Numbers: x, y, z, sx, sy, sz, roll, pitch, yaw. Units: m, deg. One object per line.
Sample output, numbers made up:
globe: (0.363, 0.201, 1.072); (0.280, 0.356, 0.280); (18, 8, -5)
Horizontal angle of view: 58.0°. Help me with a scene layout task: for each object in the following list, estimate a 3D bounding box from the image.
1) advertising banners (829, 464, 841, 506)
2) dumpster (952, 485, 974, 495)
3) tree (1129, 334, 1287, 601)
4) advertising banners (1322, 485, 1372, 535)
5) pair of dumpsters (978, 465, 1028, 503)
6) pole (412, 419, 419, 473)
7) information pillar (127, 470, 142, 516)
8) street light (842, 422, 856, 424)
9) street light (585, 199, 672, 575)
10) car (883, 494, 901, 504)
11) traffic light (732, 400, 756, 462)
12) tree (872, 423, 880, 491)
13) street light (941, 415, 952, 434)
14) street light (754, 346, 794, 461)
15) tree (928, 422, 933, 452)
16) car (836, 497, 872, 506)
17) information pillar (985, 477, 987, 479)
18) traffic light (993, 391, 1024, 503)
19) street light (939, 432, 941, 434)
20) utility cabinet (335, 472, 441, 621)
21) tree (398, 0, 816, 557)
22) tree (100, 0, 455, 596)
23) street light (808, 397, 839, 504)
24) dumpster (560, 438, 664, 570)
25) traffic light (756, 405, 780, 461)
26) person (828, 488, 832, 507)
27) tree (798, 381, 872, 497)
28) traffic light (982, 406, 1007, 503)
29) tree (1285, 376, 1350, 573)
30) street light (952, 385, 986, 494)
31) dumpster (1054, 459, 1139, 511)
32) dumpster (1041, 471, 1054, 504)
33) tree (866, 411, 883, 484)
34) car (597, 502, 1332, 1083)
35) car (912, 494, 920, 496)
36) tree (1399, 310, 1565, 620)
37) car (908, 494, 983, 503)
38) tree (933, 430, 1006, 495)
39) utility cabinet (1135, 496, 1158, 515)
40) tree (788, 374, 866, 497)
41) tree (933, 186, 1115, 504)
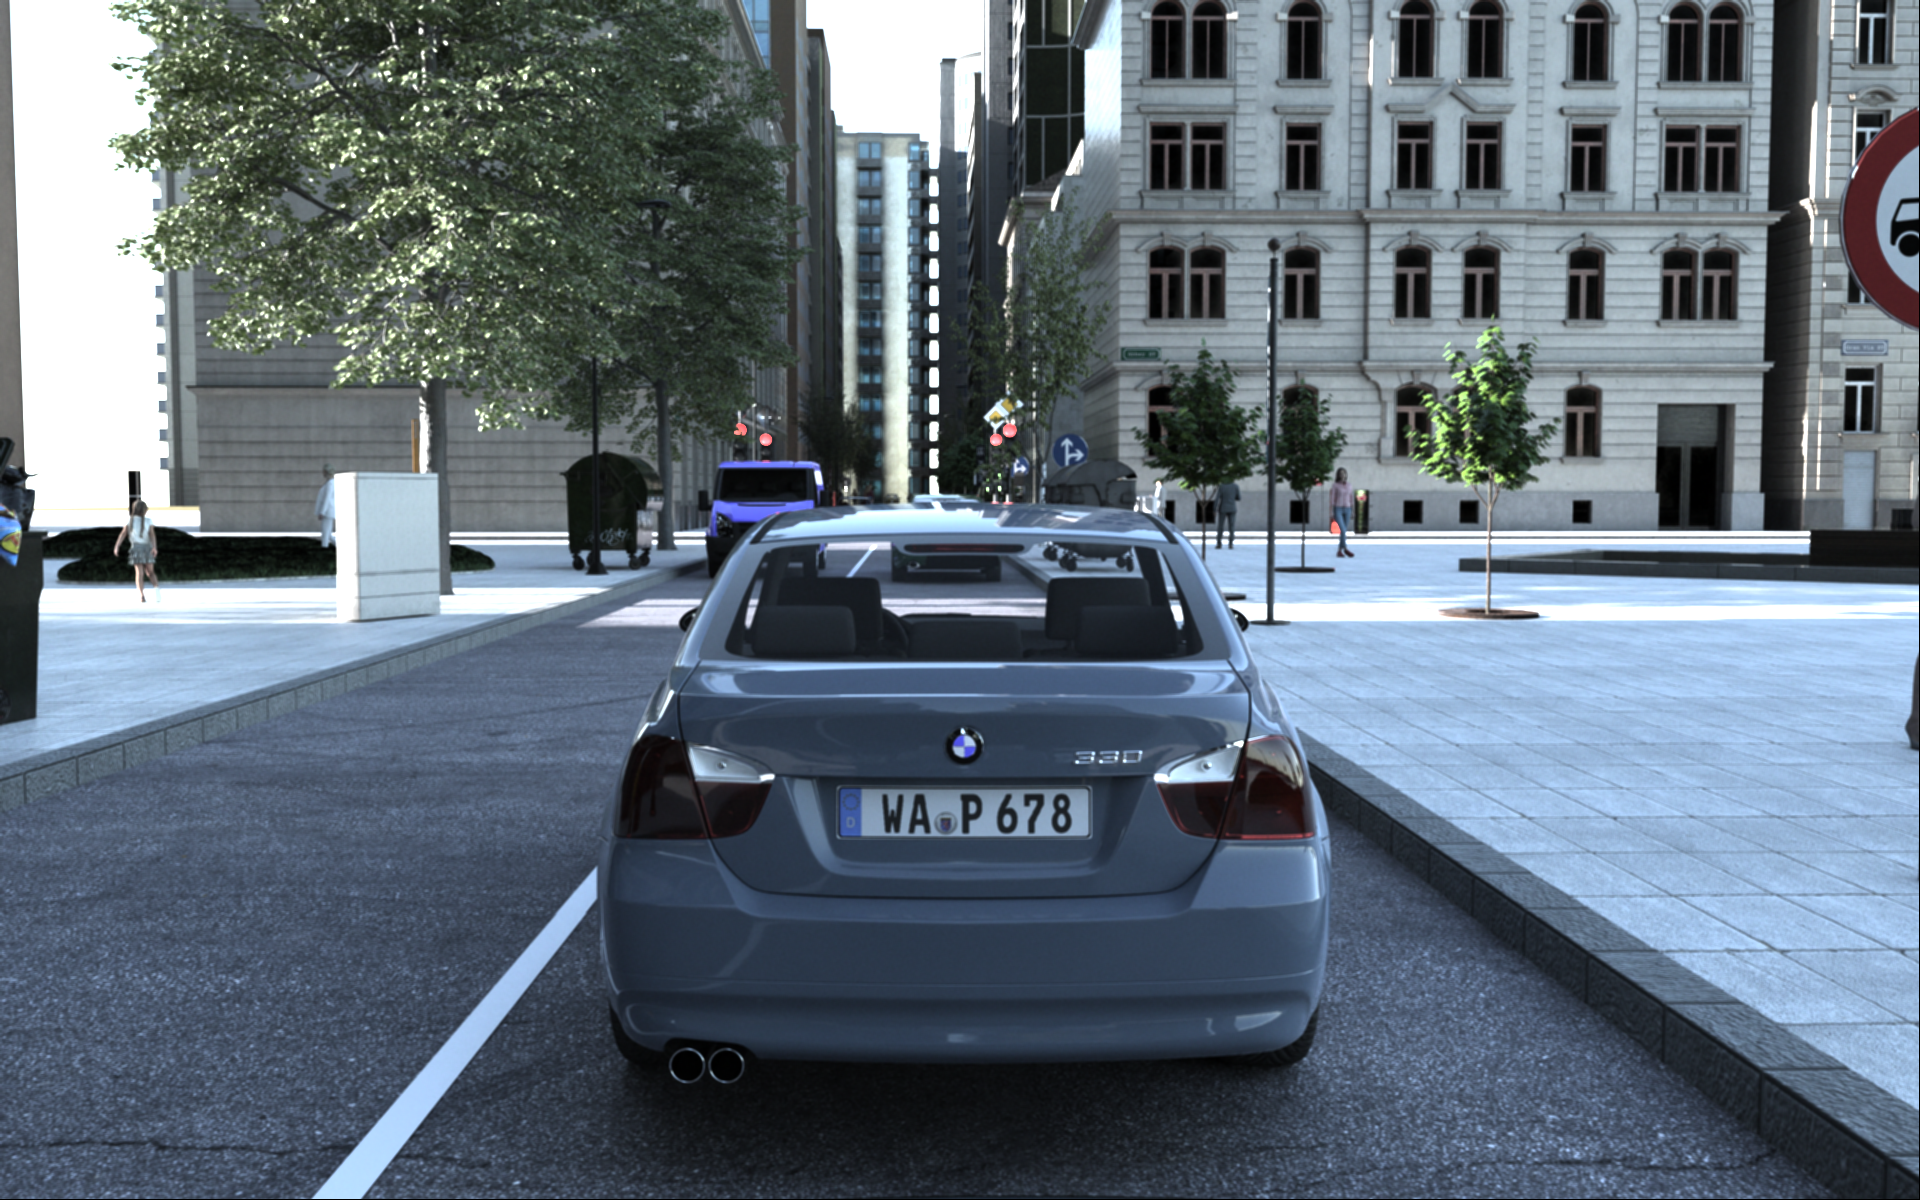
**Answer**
advertising banners: (-7.359, -6.449, 101.625); (0.090, 3.025, 2.074); (-1, 4, -22)
dumpster: (0.282, -6.581, 110.089); (1.502, 2.255, 1.985); (0, 4, -1)
tree: (2.859, -1.623, 21.135); (1.663, 3.219, 1.824); (0, 3, 0)
advertising banners: (11.997, -3.587, 54.841); (2.074, 3.025, 0.090); (2, 4, 24)
pair of dumpsters: (1.493, -3.543, 60.423); (1.574, 2.255, 4.437); (0, 4, -1)
pole: (-14.870, -3.274, 47.373); (0.158, 3.312, 0.155); (0, 3, 0)
information pillar: (-25.248, -2.968, 53.014); (0.304, 2.012, 0.304); (0, 4, -2)
street light: (-7.358, -8.465, 110.946); (1.470, 5.913, 1.316); (0, 4, -1)
street light: (-5.248, -3.359, 27.456); (1.470, 5.913, 1.316); (0, 4, -1)
car: (-7.783, -11.495, 198.165); (2.015, 1.641, 3.980); (0, 4, -2)
traffic light: (-5.854, -3.520, 46.478); (0.839, 4.253, 0.868); (0, 4, -1)
tree: (-8.878, -11.289, 134.940); (4.737, 8.622, 4.395); (0, 3, 0)
street light: (-0.204, -7.906, 101.804); (1.470, 5.913, 1.316); (0, 4, -1)
street light: (-5.891, -5.004, 54.356); (1.470, 5.913, 1.316); (0, 4, -1)
tree: (0.296, -10.066, 114.948); (4.737, 8.622, 4.395); (0, 3, 0)
car: (-4.037, -3.278, 66.170); (1.945, 1.354, 3.894); (0, 4, -3)
information pillar: (1.194, -3.888, 68.061); (0.304, 2.012, 0.304); (-2, 4, -31)
traffic light: (1.305, -3.532, 46.670); (0.839, 4.253, 0.868); (0, 4, -1)
street light: (-0.843, -9.617, 129.774); (1.470, 5.913, 1.316); (0, 4, -1)
utility cabinet: (-5.885, -0.560, 17.832); (0.318, 1.500, 1.173); (2, 4, 24)
tree: (-6.909, -7.394, 39.022); (7.486, 12.596, 7.792); (0, 3, 0)
tree: (-6.836, -6.356, 22.046); (7.486, 12.596, 7.792); (0, 3, 0)
street light: (-6.685, -6.747, 82.861); (1.470, 5.913, 1.316); (0, 4, -1)
dumpster: (-6.002, -1.676, 29.893); (1.502, 2.255, 1.985); (0, 4, -2)
traffic light: (-6.051, -4.009, 54.461); (0.839, 4.253, 0.868); (0, 4, -1)
person: (-10.123, -7.903, 135.770); (0.721, 1.766, 1.217); (0, 4, -7)
tree: (-8.499, -10.003, 113.906); (4.737, 8.622, 4.395); (0, 3, 0)
traffic light: (1.108, -4.020, 54.653); (0.839, 4.253, 0.868); (0, 4, -1)
tree: (5.564, -2.085, 28.697); (1.663, 3.219, 1.824); (0, 3, 0)
street light: (0.517, -6.195, 73.837); (1.470, 5.913, 1.316); (0, 4, -1)
dumpster: (2.332, -1.437, 29.254); (1.264, 1.857, 1.865); (0, 4, -1)
dumpster: (2.267, -1.711, 33.727); (1.264, 1.857, 1.865); (0, 4, -1)
tree: (-8.031, -10.342, 119.457); (4.360, 8.622, 3.978); (0, 3, 0)
car: (0.013, 0.389, 5.641); (2.014, 1.417, 4.499); (0, 3, 0)
car: (-3.383, -8.479, 147.429); (1.959, 1.807, 4.718); (0, 4, 0)
tree: (5.669, -1.442, 18.176); (1.663, 3.219, 1.824); (0, 3, 0)
car: (-0.254, -1.103, 29.826); (2.131, 1.459, 4.920); (0, 4, -1)
tree: (0.696, -6.692, 93.121); (4.285, 4.588, 4.351); (0, 3, 0)
utility cabinet: (4.867, -2.196, 47.061); (1.020, 1.237, 0.306); (3, 5, 39)
tree: (-8.469, -9.584, 107.064); (4.360, 8.622, 3.978); (0, 3, 0)
tree: (1.909, -5.599, 41.906); (4.737, 8.622, 4.395); (0, 3, 0)
